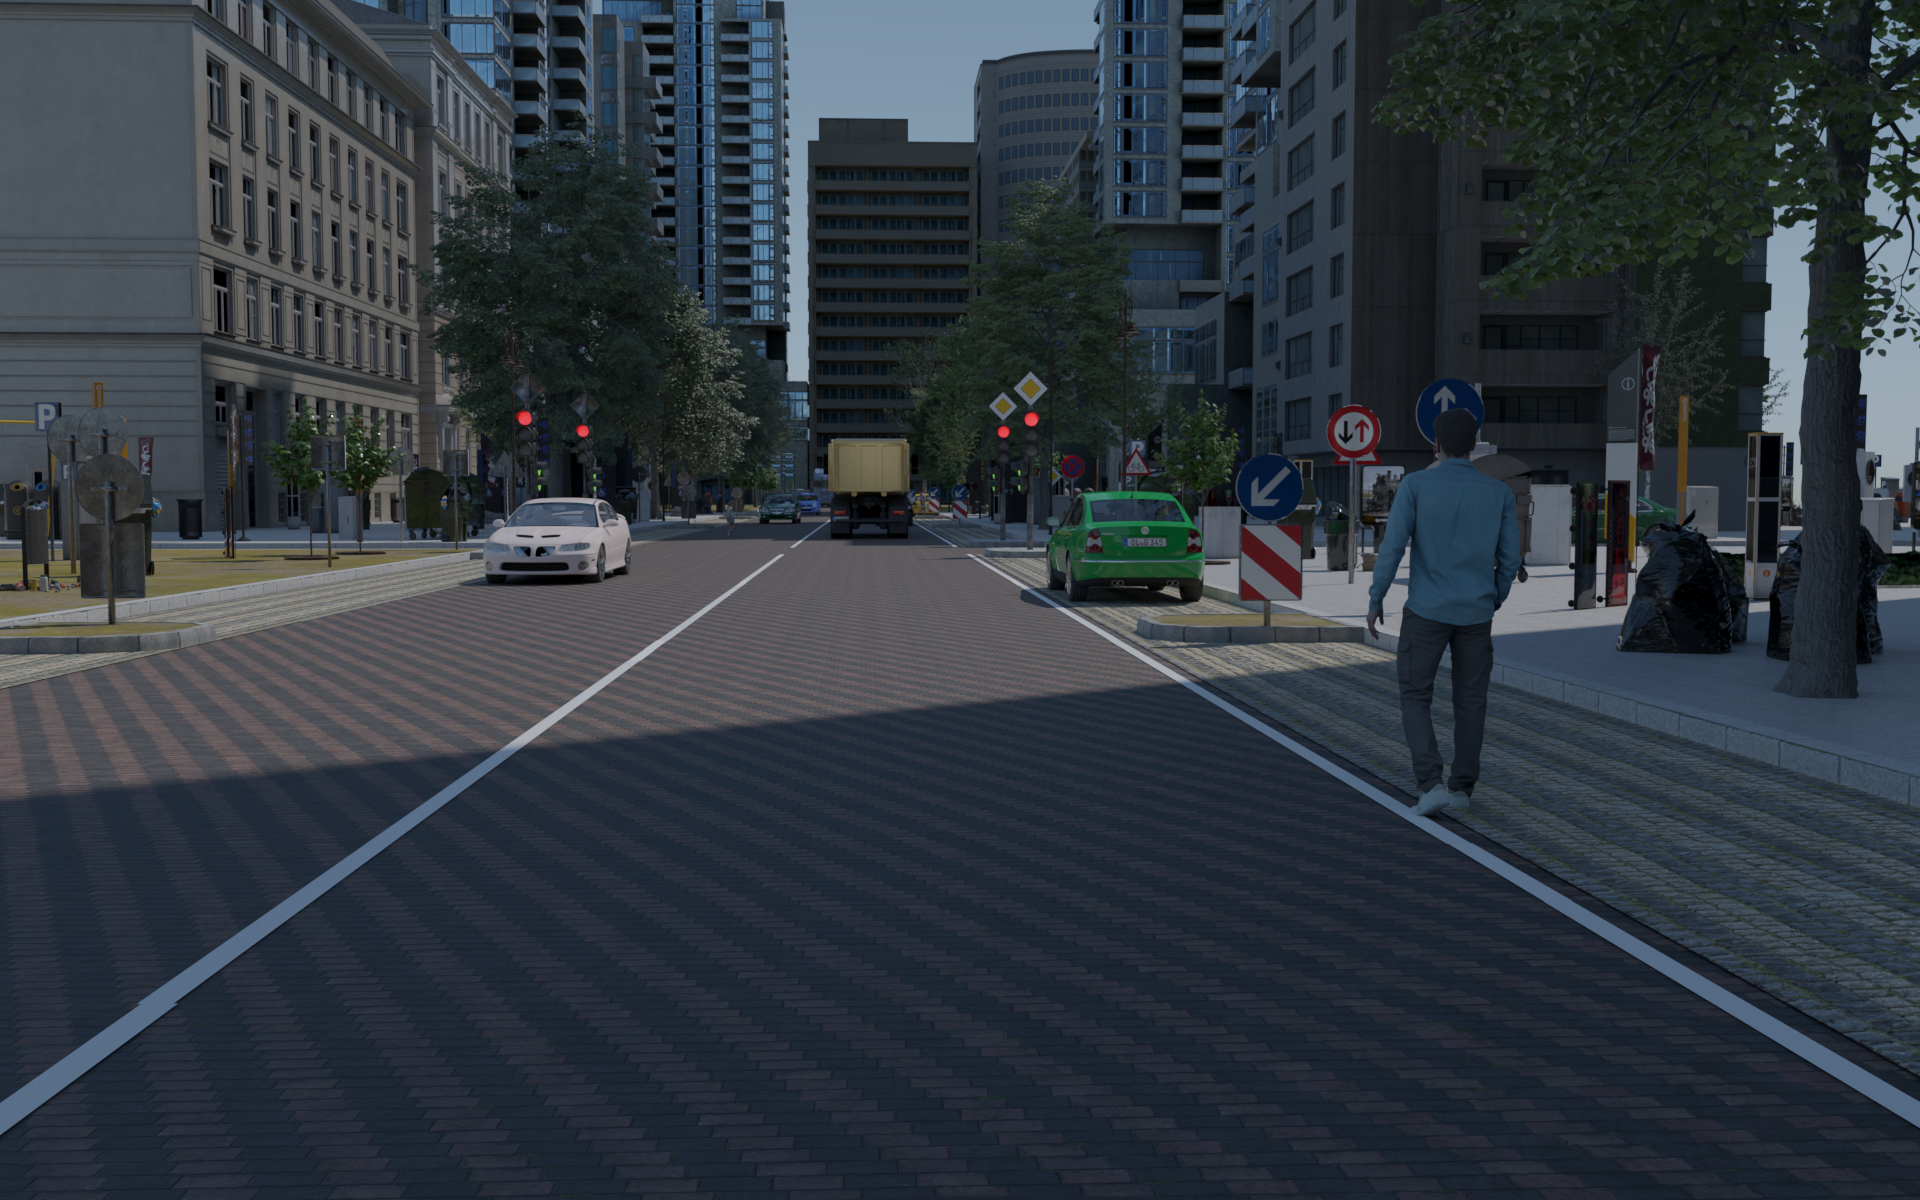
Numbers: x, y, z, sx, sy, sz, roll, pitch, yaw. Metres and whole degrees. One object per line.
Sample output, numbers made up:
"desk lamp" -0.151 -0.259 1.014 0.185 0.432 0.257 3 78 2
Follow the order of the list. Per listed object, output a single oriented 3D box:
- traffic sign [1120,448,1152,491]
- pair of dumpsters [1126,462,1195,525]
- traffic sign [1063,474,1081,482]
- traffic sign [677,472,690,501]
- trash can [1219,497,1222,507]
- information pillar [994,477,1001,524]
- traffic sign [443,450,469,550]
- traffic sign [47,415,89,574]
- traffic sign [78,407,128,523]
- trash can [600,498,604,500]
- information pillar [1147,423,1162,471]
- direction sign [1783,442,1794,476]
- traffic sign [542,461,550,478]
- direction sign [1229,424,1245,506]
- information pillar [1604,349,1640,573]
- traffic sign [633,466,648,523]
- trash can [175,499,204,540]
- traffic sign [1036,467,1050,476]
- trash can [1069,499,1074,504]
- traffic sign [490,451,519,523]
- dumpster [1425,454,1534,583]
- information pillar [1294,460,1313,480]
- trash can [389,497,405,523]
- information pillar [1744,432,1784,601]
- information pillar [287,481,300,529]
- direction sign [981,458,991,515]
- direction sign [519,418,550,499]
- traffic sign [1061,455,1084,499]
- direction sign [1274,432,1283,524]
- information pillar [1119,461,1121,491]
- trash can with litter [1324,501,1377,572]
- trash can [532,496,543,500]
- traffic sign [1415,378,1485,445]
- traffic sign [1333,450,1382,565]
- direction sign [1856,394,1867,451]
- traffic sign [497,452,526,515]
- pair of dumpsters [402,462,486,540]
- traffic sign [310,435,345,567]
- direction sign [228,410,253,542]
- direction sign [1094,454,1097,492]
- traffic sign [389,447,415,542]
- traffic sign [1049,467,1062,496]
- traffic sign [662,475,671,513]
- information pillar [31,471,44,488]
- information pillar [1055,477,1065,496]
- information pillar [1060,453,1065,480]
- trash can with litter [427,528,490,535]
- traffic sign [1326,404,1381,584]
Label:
"traffic sign" 4.961 -2.986 48.830 0.884 2.594 0.081 0 4 6
"pair of dumpsters" 6.108 -3.046 52.290 1.574 2.255 4.437 0 4 -3
"traffic sign" 4.611 -4.344 71.131 0.768 2.556 0.104 0 4 3
"traffic sign" -15.534 -5.946 97.327 0.768 2.556 0.104 0 4 6
"trash can" 11.983 -4.146 79.438 0.748 1.137 0.748 0 3 0
"information pillar" 1.643 -4.217 73.437 0.304 2.012 0.304 -3 5 -44
"traffic sign" -11.637 -2.315 39.987 0.606 2.300 0.079 0 4 6
"traffic sign" -14.271 -1.694 27.810 0.768 2.556 0.104 0 4 1
"traffic sign" -12.562 -1.546 25.391 0.768 2.556 0.104 0 4 5
"trash can" -13.166 -3.095 62.261 0.748 1.137 0.748 0 3 0
"information pillar" 6.422 -4.021 57.098 0.504 3.616 0.183 0 4 -5
"direction sign" 35.920 -5.111 75.554 0.379 3.537 0.876 -2 4 -32
"traffic sign" -15.777 -4.088 66.950 0.768 2.556 0.104 0 4 6
"direction sign" 9.016 -3.944 56.478 0.379 3.537 0.876 -2 4 -25
"information pillar" 10.795 -2.255 28.217 0.504 3.616 0.183 3 4 38
"traffic sign" -14.343 -4.730 77.439 0.768 2.556 0.104 0 4 1
"trash can" -21.709 -2.275 48.850 0.748 1.137 0.748 0 3 0
"traffic sign" 3.810 -4.760 77.939 0.768 2.556 0.104 0 4 5
"trash can" 3.602 -2.431 51.402 0.748 1.137 0.748 0 3 0
"traffic sign" -13.596 -3.163 51.721 0.884 2.594 0.081 0 4 0
"dumpster" 7.660 -1.224 25.774 1.264 1.857 1.865 0 4 -3
"information pillar" 7.409 -2.015 37.430 0.304 2.012 0.304 -1 4 -19
"trash can" -25.224 -4.041 77.722 0.748 1.137 0.748 0 3 0
"information pillar" 9.661 -0.999 20.823 0.304 2.012 0.304 0 4 4
"information pillar" -24.214 -3.571 62.877 0.304 2.012 0.304 2 4 34
"direction sign" 1.594 -7.141 108.746 0.876 3.537 0.379 2 4 28
"direction sign" -12.600 -3.626 51.280 0.876 3.537 0.379 -1 4 -18
"traffic sign" 3.675 -3.455 56.592 0.768 2.556 0.104 0 4 5
"direction sign" 11.770 -4.409 64.087 0.379 3.537 0.876 0 4 -8
"information pillar" 11.331 -8.049 122.961 0.183 3.616 0.504 0 4 -2
"trash can with litter" 6.629 -1.076 28.985 1.055 1.170 0.624 2 4 25
"trash can" -28.285 -6.366 115.735 0.748 1.137 0.748 0 3 0
"traffic sign" 5.385 -1.164 19.135 0.768 2.556 0.104 0 4 -3
"traffic sign" 7.164 -1.913 31.285 0.884 2.594 0.081 0 4 1
"direction sign" 20.101 -2.895 39.326 0.876 3.537 0.379 0 4 0
"traffic sign" -13.813 -3.261 53.316 0.884 2.594 0.081 0 4 -2
"pair of dumpsters" -14.972 -2.921 50.254 1.574 2.255 4.437 0 4 -3
"traffic sign" -11.025 -1.719 30.240 0.606 2.300 0.079 0 4 1
"direction sign" -19.421 -3.354 46.841 0.379 3.537 0.876 1 4 18
"direction sign" 7.676 -6.492 98.143 0.379 3.537 0.876 1 4 10
"traffic sign" -15.094 -2.852 46.736 0.768 2.556 0.104 0 4 3
"traffic sign" 3.923 -4.416 73.389 0.795 2.450 0.064 0 4 2
"traffic sign" -19.225 -7.001 114.465 0.884 2.594 0.081 0 4 -2
"information pillar" -28.989 -3.057 54.474 0.304 2.012 0.304 -3 4 -37
"information pillar" 5.197 -5.165 88.940 0.304 2.012 0.304 1 4 22
"information pillar" 5.897 -6.626 99.685 0.183 3.616 0.504 2 4 34
"trash can with litter" -16.162 -2.725 55.614 2.233 1.210 1.678 -2 4 -30
"traffic sign" 5.602 -1.506 24.726 0.768 2.556 0.104 0 4 4
